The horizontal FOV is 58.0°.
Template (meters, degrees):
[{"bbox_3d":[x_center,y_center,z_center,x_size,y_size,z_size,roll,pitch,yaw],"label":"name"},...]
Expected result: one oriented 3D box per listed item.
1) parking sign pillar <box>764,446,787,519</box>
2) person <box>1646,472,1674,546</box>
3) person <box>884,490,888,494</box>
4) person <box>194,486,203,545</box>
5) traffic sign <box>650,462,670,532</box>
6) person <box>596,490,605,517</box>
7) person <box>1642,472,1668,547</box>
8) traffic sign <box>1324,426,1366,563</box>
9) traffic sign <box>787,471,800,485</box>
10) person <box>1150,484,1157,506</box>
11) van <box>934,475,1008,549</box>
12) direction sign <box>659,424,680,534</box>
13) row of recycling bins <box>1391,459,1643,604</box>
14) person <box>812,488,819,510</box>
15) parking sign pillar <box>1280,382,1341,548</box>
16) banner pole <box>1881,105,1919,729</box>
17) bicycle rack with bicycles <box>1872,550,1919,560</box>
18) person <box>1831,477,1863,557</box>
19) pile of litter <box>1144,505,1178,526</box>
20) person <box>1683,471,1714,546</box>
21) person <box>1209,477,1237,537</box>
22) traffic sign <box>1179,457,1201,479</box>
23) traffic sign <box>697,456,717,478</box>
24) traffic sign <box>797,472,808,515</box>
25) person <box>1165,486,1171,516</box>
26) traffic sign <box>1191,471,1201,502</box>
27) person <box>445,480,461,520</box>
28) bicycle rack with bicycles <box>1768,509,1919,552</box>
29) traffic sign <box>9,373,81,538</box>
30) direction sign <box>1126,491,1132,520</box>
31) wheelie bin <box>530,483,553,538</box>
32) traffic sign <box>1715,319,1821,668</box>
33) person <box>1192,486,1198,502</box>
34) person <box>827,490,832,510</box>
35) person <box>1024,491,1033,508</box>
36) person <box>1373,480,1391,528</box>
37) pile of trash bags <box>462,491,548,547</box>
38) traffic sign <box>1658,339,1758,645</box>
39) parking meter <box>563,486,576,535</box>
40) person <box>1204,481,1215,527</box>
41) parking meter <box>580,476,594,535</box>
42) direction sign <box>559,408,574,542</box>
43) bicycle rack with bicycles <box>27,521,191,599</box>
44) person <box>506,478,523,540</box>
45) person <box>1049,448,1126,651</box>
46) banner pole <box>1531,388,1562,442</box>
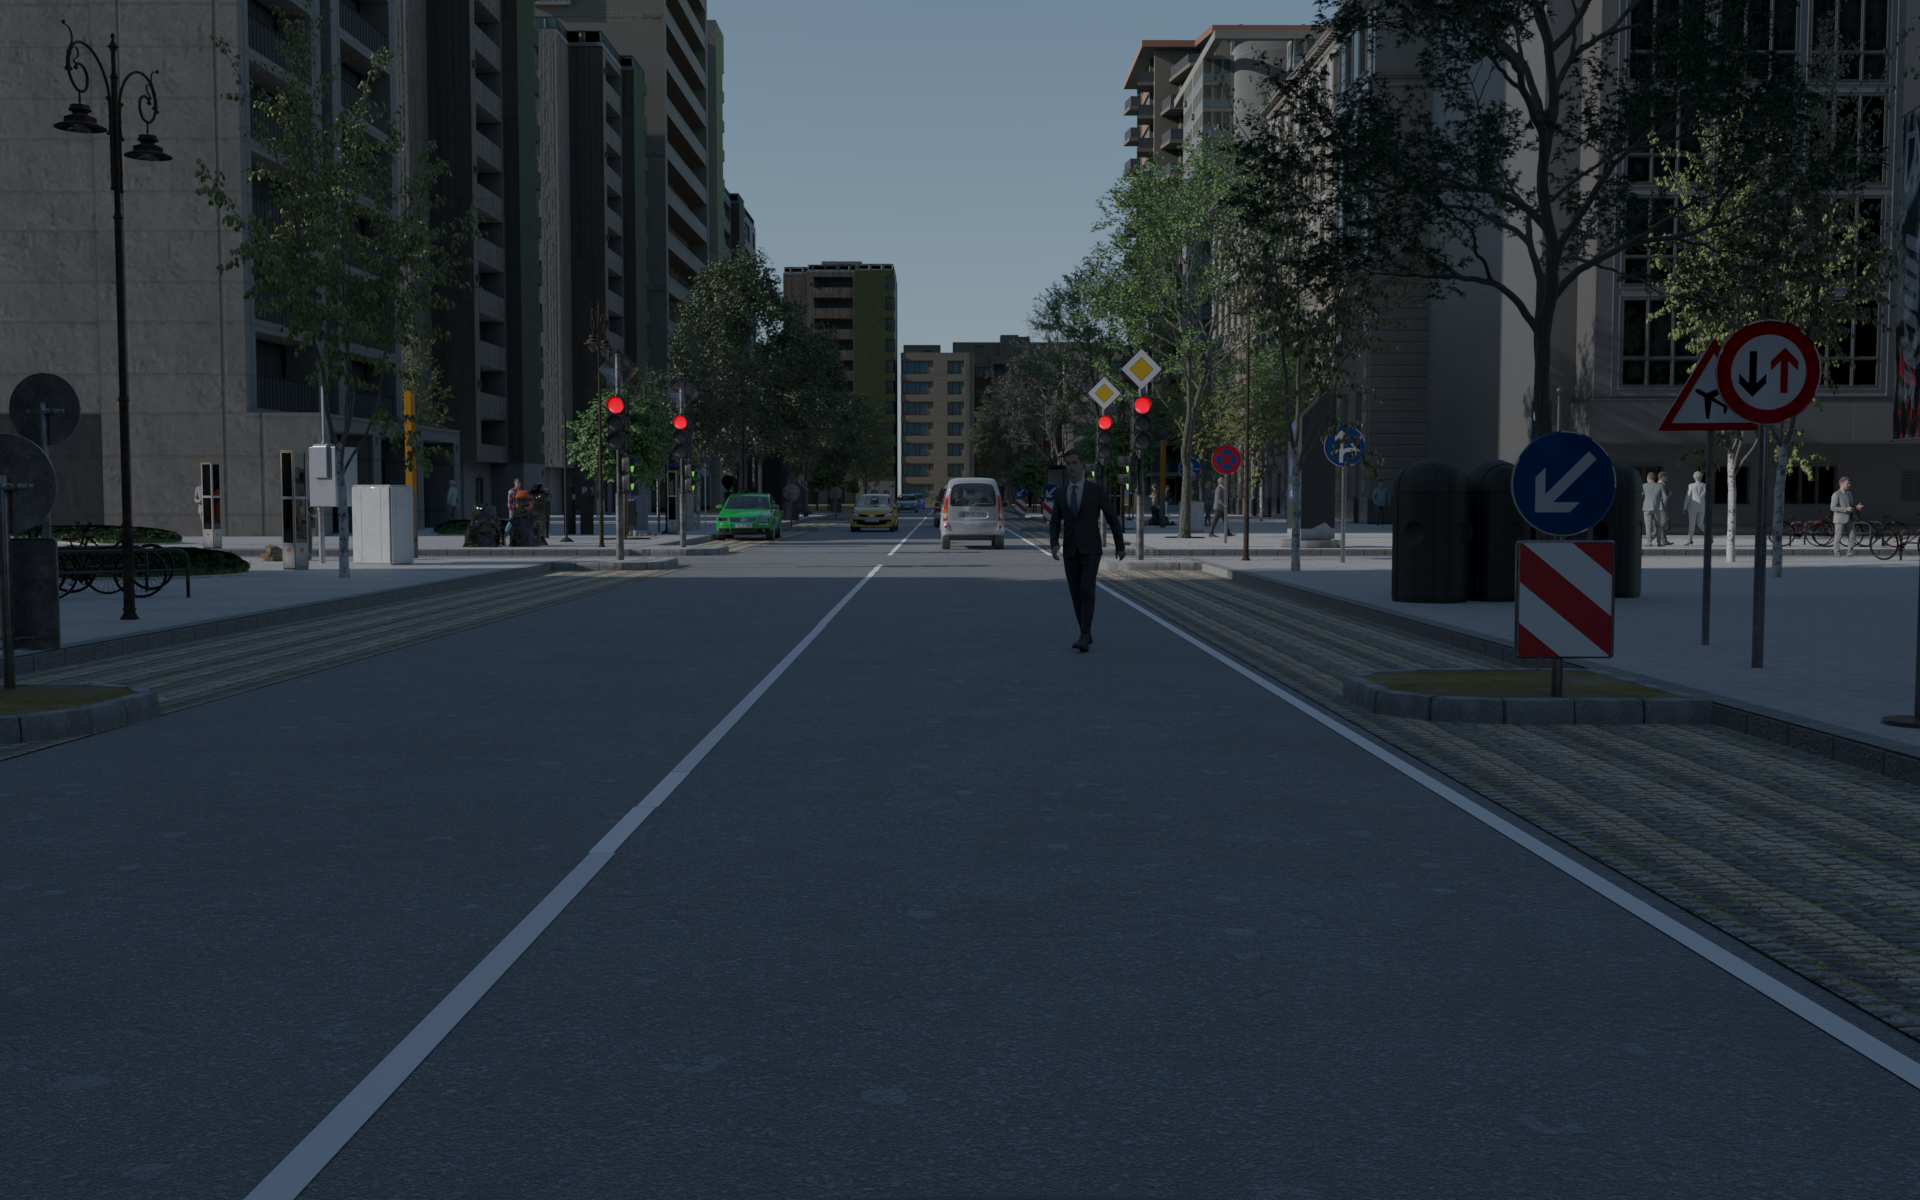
[{"bbox_3d":[-9.415,-6.115,88.457,1.447,3.967,1.447,3,5,43],"label":"parking sign pillar"},{"bbox_3d":[17.272,-2.248,42.755,0.822,1.834,0.622,0,4,-7],"label":"person"},{"bbox_3d":[-6.320,-8.404,146.580,0.621,1.740,0.551,2,4,33],"label":"person"},{"bbox_3d":[-18.975,-2.283,43.570,0.606,1.804,0.583,-1,4,-10],"label":"person"},{"bbox_3d":[-10.093,-3.540,57.990,0.768,2.556,0.104,0,4,3],"label":"traffic sign"},{"bbox_3d":[-19.856,-5.455,95.788,0.519,1.759,0.362,0,4,5],"label":"person"},{"bbox_3d":[16.818,-2.197,42.059,0.635,1.810,0.391,0,4,4],"label":"person"},{"bbox_3d":[7.173,-1.974,32.380,0.768,2.556,0.104,0,4,3],"label":"traffic sign"},{"bbox_3d":[-9.324,-5.888,96.278,0.884,2.594,0.081,0,4,2],"label":"traffic sign"},{"bbox_3d":[9.427,-4.769,84.360,0.374,1.781,0.599,1,4,9],"label":"person"},{"bbox_3d":[0.308,-2.400,46.253,2.013,2.044,4.112,0,4,-1],"label":"van"},{"bbox_3d":[-9.497,-3.911,55.939,0.876,3.537,0.379,-1,4,-17],"label":"direction sign"},{"bbox_3d":[6.875,-0.857,21.122,3.534,1.692,1.069,-1,4,-23],"label":"row of recycling bins"},{"bbox_3d":[-11.636,-8.125,139.339,0.568,1.767,0.683,-1,4,-14],"label":"person"},{"bbox_3d":[8.433,-3.244,41.506,1.447,3.967,1.447,-3,5,-40],"label":"parking sign pillar"},{"bbox_3d":[5.392,-1.206,9.743,0.401,3.779,0.863,1,4,11],"label":"banner pole"},{"bbox_3d":[19.284,-1.188,32.805,2.852,0.926,2.925,-1,4,-20],"label":"bicycle rack with bicycles"},{"bbox_3d":[19.055,-1.743,37.205,0.606,1.804,0.583,-2,4,-28],"label":"person"},{"bbox_3d":[8.051,-3.463,70.591,1.719,0.858,1.176,3,5,41],"label":"pile of litter"},{"bbox_3d":[18.270,-2.257,42.817,0.514,1.842,0.818,-2,4,-24],"label":"person"},{"bbox_3d":[7.853,-2.770,51.722,0.834,1.777,0.661,0,4,5],"label":"person"},{"bbox_3d":[7.973,-3.673,60.160,0.768,2.556,0.104,0,4,4],"label":"traffic sign"},{"bbox_3d":[-8.701,-3.630,59.087,0.795,2.593,0.064,0,4,1],"label":"traffic sign"},{"bbox_3d":[-9.560,-6.350,103.829,0.884,2.594,0.081,0,4,8],"label":"traffic sign"},{"bbox_3d":[12.073,-5.799,101.212,0.721,1.781,0.623,-1,4,-11],"label":"person"},{"bbox_3d":[8.602,-3.945,64.609,0.768,2.556,0.104,0,4,6],"label":"traffic sign"},{"bbox_3d":[-17.645,-3.297,60.439,0.515,1.767,0.782,1,4,10],"label":"person"},{"bbox_3d":[21.557,-1.767,42.268,2.925,0.926,2.852,3,4,38],"label":"bicycle rack with bicycles"},{"bbox_3d":[-9.612,-1.107,18.201,0.768,2.556,0.104,0,4,2],"label":"traffic sign"},{"bbox_3d":[8.239,-5.644,84.271,0.876,3.537,0.379,1,4,21],"label":"direction sign"},{"bbox_3d":[-12.255,-2.599,50.395,0.693,1.594,0.980,0,4,5],"label":"wheelie bin"},{"bbox_3d":[5.896,-0.772,12.731,0.768,2.556,0.104,0,4,1],"label":"traffic sign"},{"bbox_3d":[12.933,-5.474,96.088,0.362,1.759,0.519,-2,4,-33],"label":"person"},{"bbox_3d":[-10.773,-8.298,142.499,0.721,1.735,1.217,-1,4,-18],"label":"person"},{"bbox_3d":[6.348,-9.292,157.596,0.705,1.869,1.348,-3,4,-36],"label":"person"},{"bbox_3d":[15.932,-3.637,65.533,0.660,1.820,0.620,0,4,-6],"label":"person"},{"bbox_3d":[-11.223,-2.053,43.322,1.912,1.369,3.447,0,4,-2],"label":"pile of trash bags"},{"bbox_3d":[6.343,-0.897,14.668,0.884,2.594,0.081,0,4,5],"label":"traffic sign"},{"bbox_3d":[-12.395,-2.850,55.016,0.372,1.533,0.369,0,3,0],"label":"parking meter"},{"bbox_3d":[9.930,-3.816,68.612,0.526,1.800,0.537,2,4,27],"label":"person"},{"bbox_3d":[-11.791,-3.000,54.766,0.399,1.863,0.255,1,4,17],"label":"parking meter"},{"bbox_3d":[-10.534,-3.320,46.273,0.379,3.537,0.876,-1,4,-13],"label":"direction sign"},{"bbox_3d":[-11.015,-0.499,21.546,2.925,0.926,2.852,-3,5,-39],"label":"bicycle rack with bicycles"},{"bbox_3d":[-12.415,-2.538,48.381,0.643,1.720,0.563,2,4,31],"label":"person"},{"bbox_3d":[1.105,-0.467,15.906,0.659,1.850,0.755,2,4,25],"label":"person"},{"bbox_3d":[13.873,-3.111,40.879,0.863,3.779,0.401,1,4,10],"label":"banner pole"}]
